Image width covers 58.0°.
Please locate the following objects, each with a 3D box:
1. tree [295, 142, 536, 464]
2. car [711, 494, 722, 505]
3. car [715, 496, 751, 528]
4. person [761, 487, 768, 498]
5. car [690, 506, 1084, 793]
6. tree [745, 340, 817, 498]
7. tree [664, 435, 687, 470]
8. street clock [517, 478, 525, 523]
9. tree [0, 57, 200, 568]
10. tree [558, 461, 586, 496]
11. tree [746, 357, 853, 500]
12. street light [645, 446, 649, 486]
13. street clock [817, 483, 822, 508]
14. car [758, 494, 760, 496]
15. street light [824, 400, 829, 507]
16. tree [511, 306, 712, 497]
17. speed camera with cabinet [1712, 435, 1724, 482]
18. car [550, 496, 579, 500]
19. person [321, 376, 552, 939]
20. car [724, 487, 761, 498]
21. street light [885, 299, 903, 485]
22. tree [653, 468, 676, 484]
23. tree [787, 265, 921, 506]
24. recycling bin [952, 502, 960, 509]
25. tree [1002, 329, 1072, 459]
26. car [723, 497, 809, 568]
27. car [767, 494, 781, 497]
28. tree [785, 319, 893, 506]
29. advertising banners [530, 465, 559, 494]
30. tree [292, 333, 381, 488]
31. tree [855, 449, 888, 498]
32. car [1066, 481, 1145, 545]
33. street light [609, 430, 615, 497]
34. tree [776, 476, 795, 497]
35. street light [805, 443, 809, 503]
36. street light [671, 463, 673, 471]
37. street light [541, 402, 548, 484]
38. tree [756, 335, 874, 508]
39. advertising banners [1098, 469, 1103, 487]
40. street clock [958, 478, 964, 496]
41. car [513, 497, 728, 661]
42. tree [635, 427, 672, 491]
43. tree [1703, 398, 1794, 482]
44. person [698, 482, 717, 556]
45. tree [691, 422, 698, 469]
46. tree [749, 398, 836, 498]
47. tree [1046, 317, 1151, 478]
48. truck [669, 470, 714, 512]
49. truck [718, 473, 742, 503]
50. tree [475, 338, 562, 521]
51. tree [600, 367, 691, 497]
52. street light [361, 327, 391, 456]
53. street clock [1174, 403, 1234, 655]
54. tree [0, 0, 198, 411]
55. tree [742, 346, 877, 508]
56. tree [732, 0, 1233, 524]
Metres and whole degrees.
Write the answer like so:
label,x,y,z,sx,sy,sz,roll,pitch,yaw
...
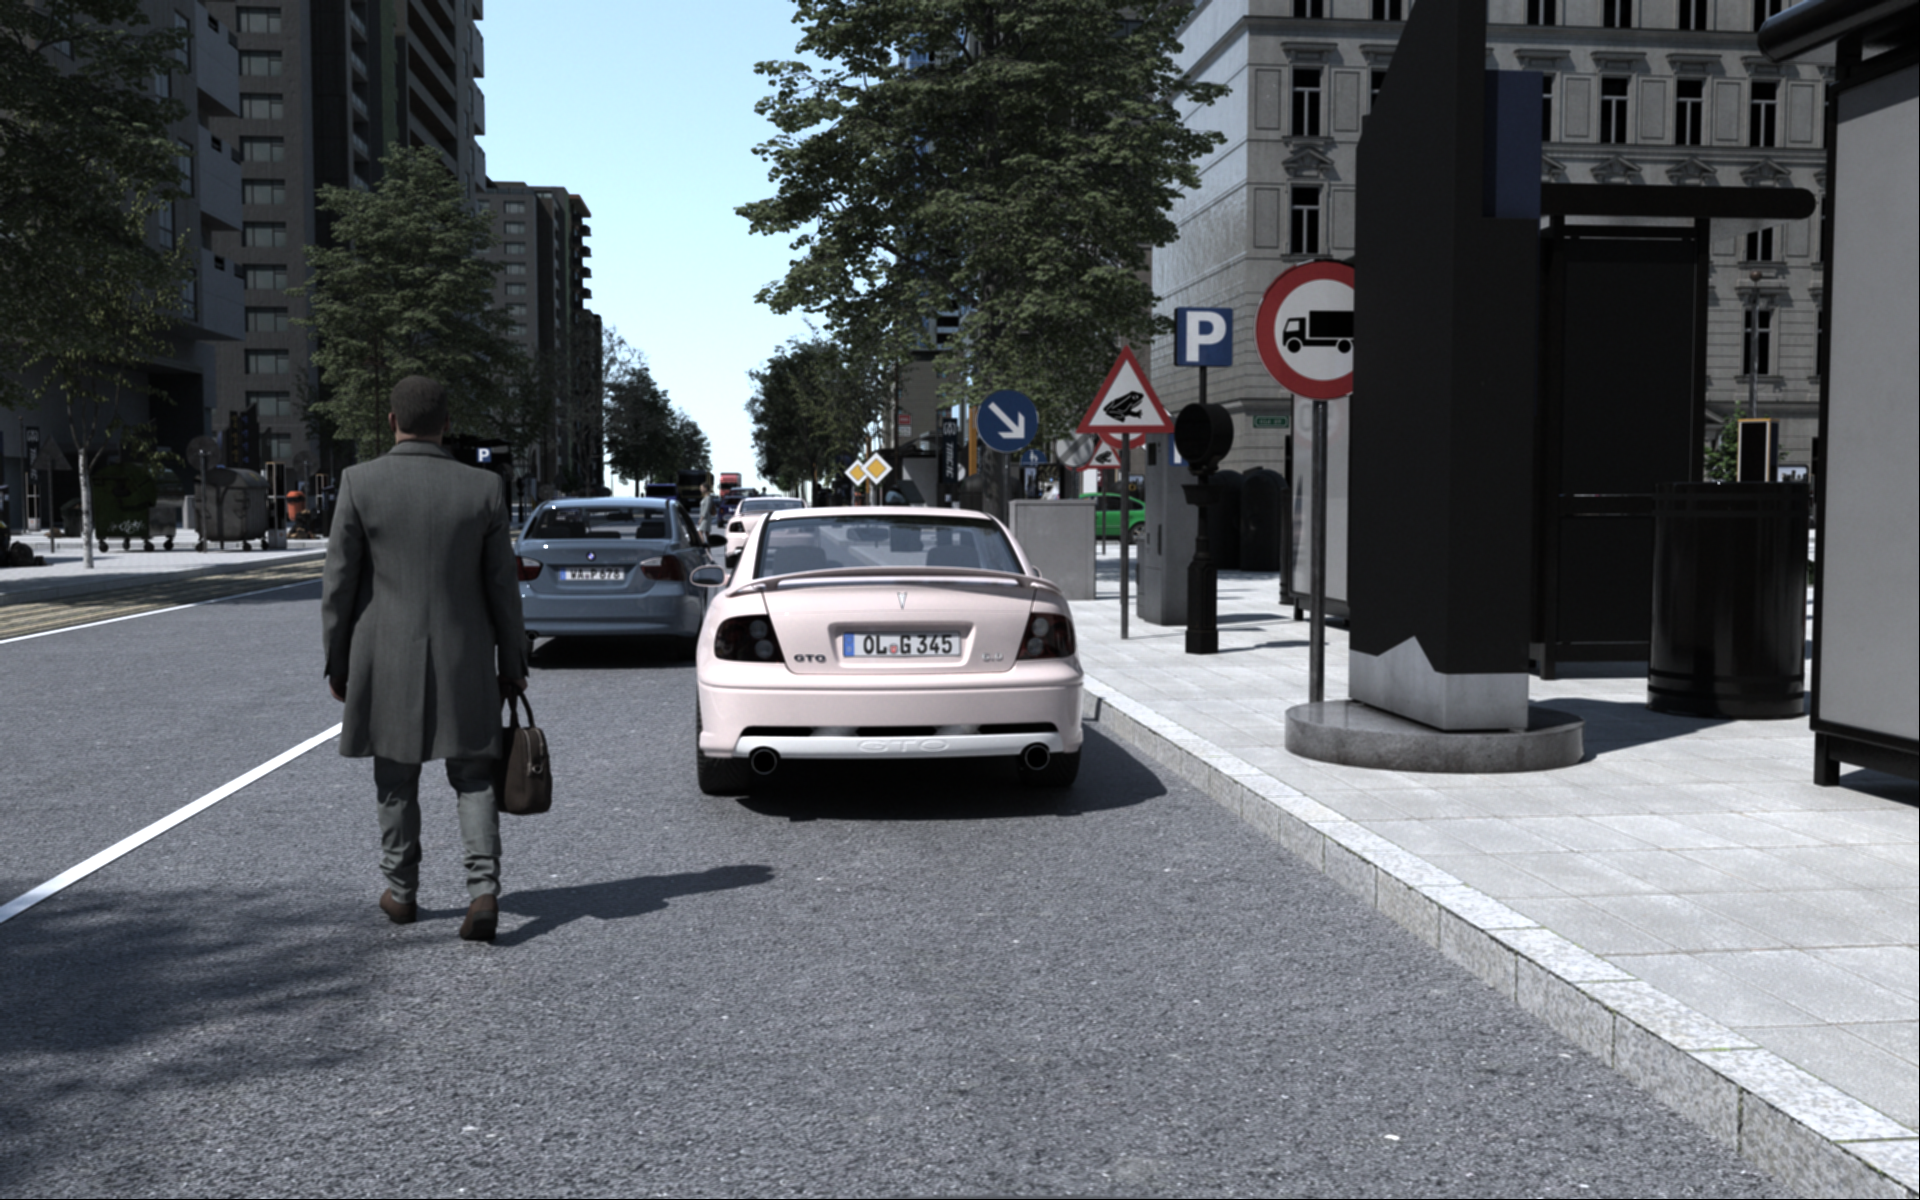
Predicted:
label,x,y,z,sx,sy,sz,roll,pitch,yaw
tree,-17.753,-8.439,56.111,7.486,12.596,7.792,0,3,0
car,-27.713,-11.142,194.173,2.014,1.417,4.499,0,4,-8
car,-9.601,-3.806,74.807,1.945,1.354,3.894,0,4,-7
person,-10.037,-4.870,88.348,0.641,1.798,0.478,3,4,37
car,-0.492,0.159,9.762,2.083,1.381,4.827,0,4,-6
tree,-20.110,-21.867,213.411,12.611,20.169,13.585,0,3,0
tree,-35.830,-16.006,212.059,4.737,8.622,4.395,0,3,0
street clock,-19.607,-4.449,77.310,0.358,2.002,0.471,0,4,1
tree,-14.980,-4.839,29.474,4.737,8.622,4.395,0,3,0
tree,-22.784,-6.469,100.377,1.663,3.219,1.824,0,3,0
tree,-13.842,-14.739,151.349,12.009,13.543,11.850,0,3,0
street light,-29.354,-11.592,162.311,0.468,5.910,1.993,0,4,-6
street clock,-9.565,-6.866,116.825,0.471,2.002,0.358,1,4,11
car,-22.959,-11.265,193.972,2.009,1.686,4.222,0,4,-5
street light,-6.464,-6.820,84.291,0.468,5.910,1.993,0,4,-6
tree,-24.616,-12.456,114.025,12.009,13.543,11.850,0,3,0
speed camera with cabinet,25.780,-3.864,57.516,0.660,3.252,2.038,0,4,-7
car,-16.925,-3.751,73.912,1.945,1.354,3.894,0,4,-7
person,-1.726,0.178,5.685,0.694,1.812,0.767,-1,4,-23
car,-12.577,-5.624,100.622,2.281,1.827,5.304,0,4,-6
street light,-1.493,-4.162,40.833,0.468,5.910,1.993,0,4,-6
tree,-33.917,-13.167,198.988,4.285,4.588,4.351,0,3,0
tree,-2.982,-6.382,54.702,4.360,8.622,3.978,0,3,0
recycling bin,-0.019,-2.779,57.991,0.722,1.027,0.722,2,4,34
tree,2.825,-7.536,73.575,4.737,8.622,4.395,0,3,0
car,-3.760,-1.384,34.991,2.083,1.381,4.827,0,4,-5
car,-12.918,-6.541,118.955,2.014,1.417,4.499,0,4,-7
tree,-4.462,-7.252,68.936,4.737,8.622,4.395,0,3,0
advertising banners,-25.016,-6.608,104.222,2.074,3.025,0.090,1,4,23
tree,-27.043,-7.691,76.109,4.737,8.622,4.395,0,3,0
tree,-4.141,-4.873,74.274,1.663,3.219,1.824,0,3,0
car,3.393,-2.314,46.638,4.718,1.807,1.959,0,4,-6
street light,-24.908,-9.244,123.925,0.468,5.910,1.993,0,4,-6
tree,-23.150,-15.115,230.835,4.285,4.588,4.351,0,3,0
street light,-10.893,-9.151,122.405,0.468,5.910,1.993,0,4,-6
street light,-34.371,-14.292,206.460,0.468,5.910,1.993,0,4,-6
street light,-20.623,-6.934,86.166,0.468,5.910,1.993,0,4,-6
tree,-11.479,-14.149,137.988,9.857,13.997,8.962,0,3,0
advertising banners,5.713,-4.080,62.895,2.074,3.025,0.090,1,4,16
street clock,0.056,-4.323,75.254,0.358,2.002,0.471,2,4,30
car,-3.202,-0.256,16.189,2.014,1.417,4.499,0,4,-6
tree,-29.908,-13.260,167.166,4.360,8.622,3.978,0,3,0
tree,15.773,-2.491,35.332,1.663,3.219,1.824,0,3,0
person,-5.880,-1.869,40.063,0.522,1.701,0.512,-1,4,-15
tree,-33.363,-16.309,184.779,7.486,12.596,7.792,0,3,0
tree,-16.663,-15.833,175.882,9.611,12.733,9.660,0,3,0
tree,5.232,-7.186,67.853,4.360,8.622,3.978,0,3,0
truck,-21.292,-8.750,138.989,3.469,3.379,9.791,0,4,-5
truck,-30.636,-14.826,231.325,2.839,4.237,11.283,0,4,-5
tree,-20.740,-8.045,81.893,4.737,8.622,4.395,0,3,0
tree,-28.622,-14.434,154.124,7.486,12.596,7.792,0,3,0
street light,-16.159,-4.604,48.057,0.468,5.910,1.993,0,4,-6
street clock,1.947,-0.570,13.891,0.358,2.002,0.471,-2,4,-33
tree,-13.772,-6.364,22.175,7.486,12.596,7.792,0,3,0
tree,-9.167,-10.674,108.925,8.767,10.594,7.601,-2,4,-29
tree,0.380,-6.641,26.715,7.486,12.596,7.792,0,3,0
